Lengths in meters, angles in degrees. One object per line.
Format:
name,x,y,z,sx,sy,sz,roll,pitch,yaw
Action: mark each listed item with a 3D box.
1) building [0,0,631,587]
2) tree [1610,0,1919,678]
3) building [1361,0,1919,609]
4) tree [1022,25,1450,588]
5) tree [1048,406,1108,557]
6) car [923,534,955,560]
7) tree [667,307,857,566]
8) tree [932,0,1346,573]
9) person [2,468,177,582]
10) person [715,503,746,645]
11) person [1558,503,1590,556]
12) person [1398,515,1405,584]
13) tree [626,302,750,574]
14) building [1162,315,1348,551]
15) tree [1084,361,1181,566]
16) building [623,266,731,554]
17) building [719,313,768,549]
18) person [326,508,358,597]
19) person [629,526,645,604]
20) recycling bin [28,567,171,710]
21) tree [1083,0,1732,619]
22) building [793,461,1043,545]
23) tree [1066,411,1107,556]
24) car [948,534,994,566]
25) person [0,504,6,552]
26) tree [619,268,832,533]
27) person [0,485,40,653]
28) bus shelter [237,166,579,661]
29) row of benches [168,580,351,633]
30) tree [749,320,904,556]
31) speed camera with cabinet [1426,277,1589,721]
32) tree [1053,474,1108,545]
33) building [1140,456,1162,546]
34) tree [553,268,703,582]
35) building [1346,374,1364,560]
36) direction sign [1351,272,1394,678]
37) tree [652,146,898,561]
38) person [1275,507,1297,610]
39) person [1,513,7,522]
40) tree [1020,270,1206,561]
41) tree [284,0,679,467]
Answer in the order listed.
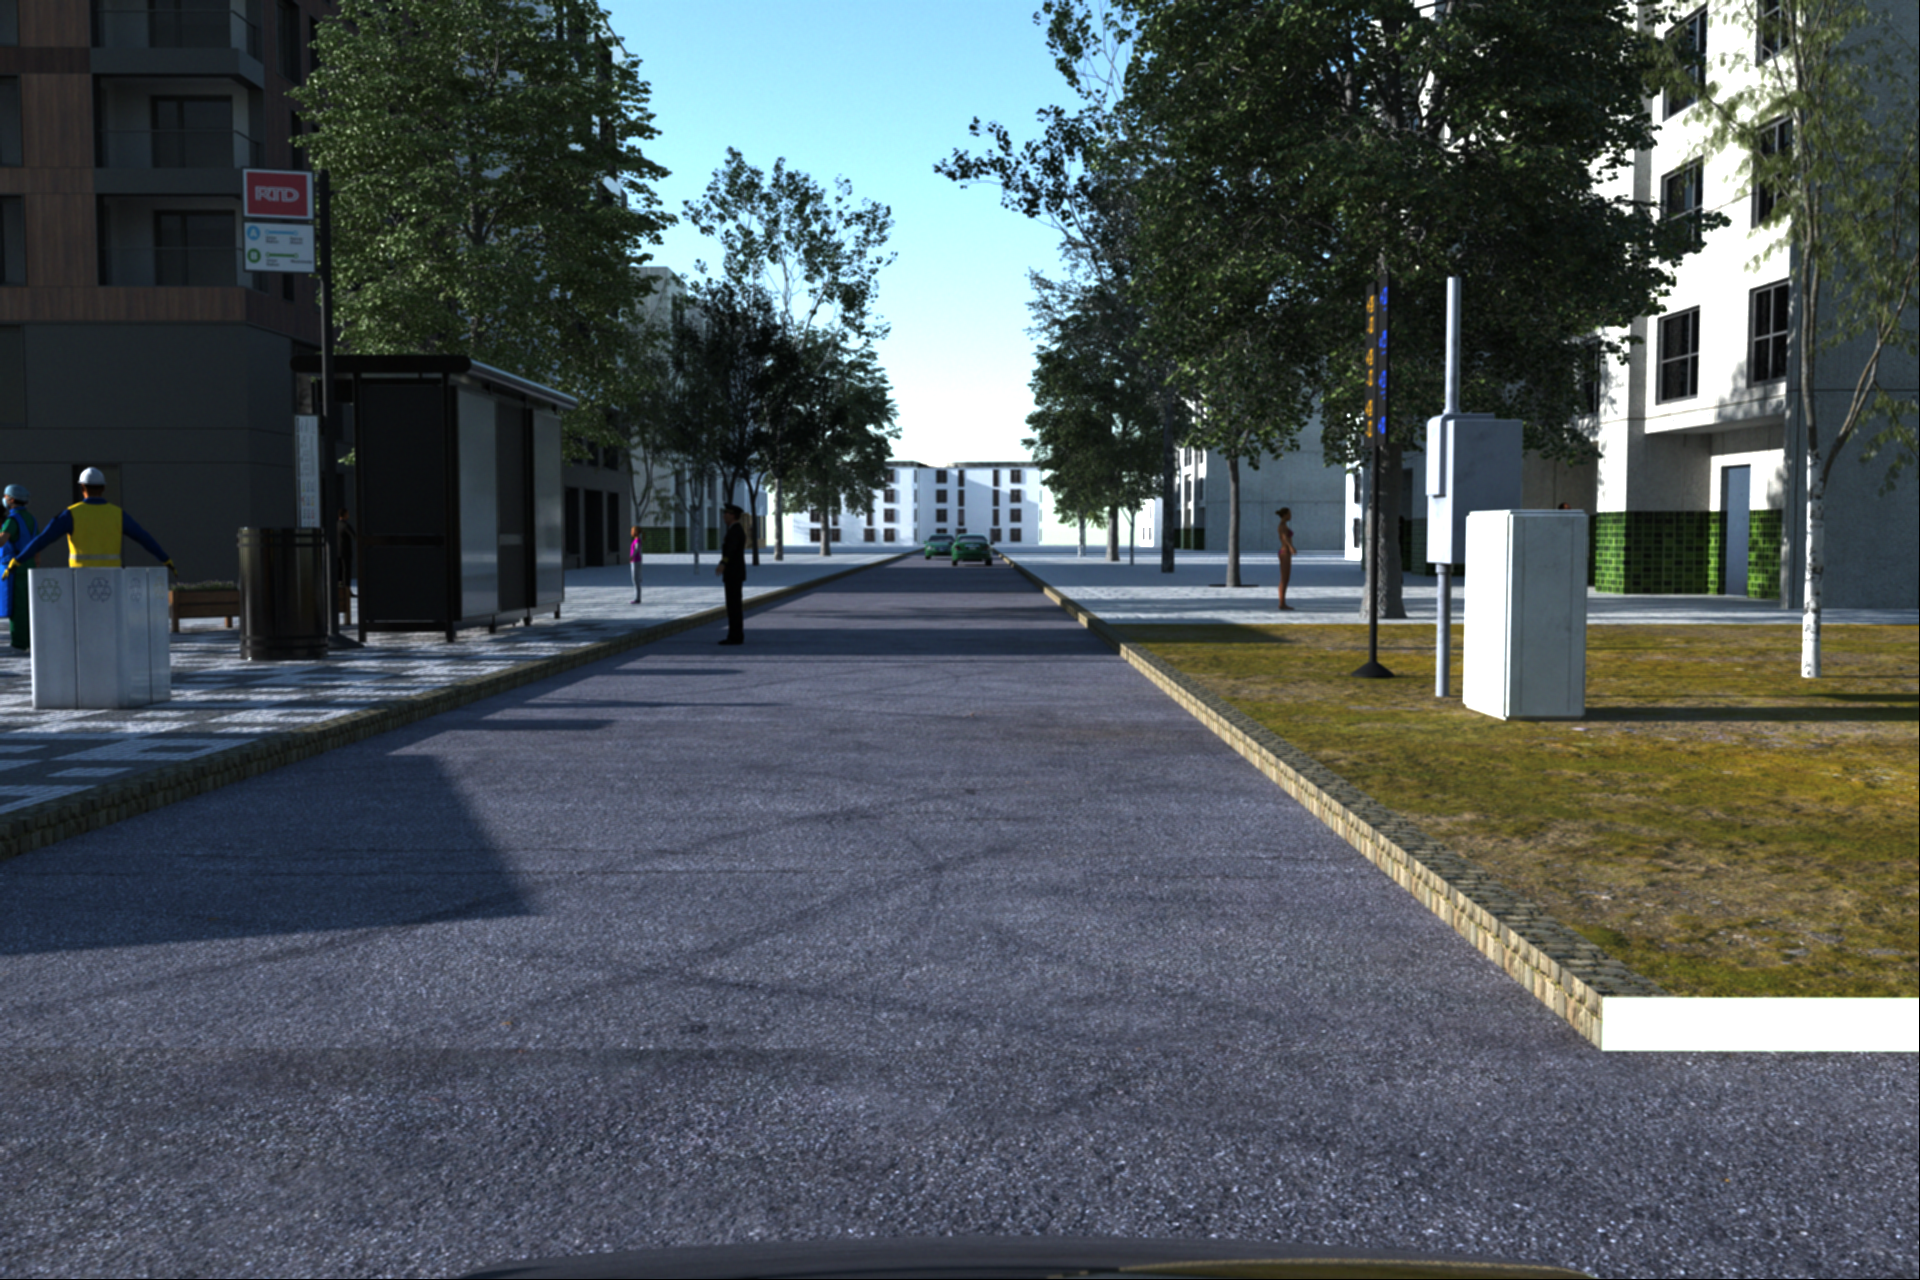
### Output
building,-27.899,-13.067,57.623,27.936,21.610,32.646,0,4,-1
tree,7.511,-3.983,15.487,4.360,8.622,3.978,0,3,0
building,22.496,-10.901,44.695,16.747,18.905,31.486,0,3,0
tree,6.624,-8.018,41.469,12.009,13.543,11.850,0,3,0
tree,6.864,-8.897,95.825,4.737,8.622,4.395,0,3,0
car,-1.036,-5.301,98.462,2.131,1.459,4.920,0,4,0
tree,-8.250,-8.320,70.444,8.767,10.594,7.601,0,4,4
tree,5.576,-12.346,57.741,12.611,20.169,13.585,0,3,0
person,-7.234,-0.520,14.478,1.349,1.833,0.705,-3,5,-39
person,-2.972,-0.864,22.523,0.705,1.837,1.347,0,4,0
person,10.011,-1.370,28.669,1.348,1.796,0.705,-3,5,-44
person,10.745,-2.206,42.791,0.721,1.740,1.216,1,4,22
tree,-8.310,-6.380,54.679,4.360,8.622,3.978,0,3,0
building,27.254,-17.166,147.128,16.747,18.905,31.486,0,4,1
tree,6.932,-7.299,69.709,4.360,8.622,3.978,0,3,0
building,-27.680,-16.144,130.414,16.747,18.905,31.486,0,4,0
building,-23.050,-17.898,149.047,16.016,20.090,11.380,0,4,0
person,-12.454,-1.765,35.085,1.346,1.802,0.704,2,4,33
person,-6.034,-1.388,31.956,0.599,1.433,0.991,-1,4,-9
recycling bin,-6.422,-0.025,12.959,0.722,1.027,0.722,0,4,2
tree,6.520,-7.304,26.082,9.857,13.997,8.962,0,3,0
building,-4.671,-15.585,199.423,28.070,9.664,9.099,1,4,8
tree,7.357,-9.314,102.642,4.360,8.622,3.978,0,3,0
car,0.525,-4.107,78.946,2.131,1.459,4.920,0,4,-1
person,-17.561,-1.561,31.671,1.345,1.843,0.704,0,4,6
tree,-8.425,-7.795,61.856,8.767,10.594,7.601,1,4,8
person,-10.257,-0.776,18.812,0.704,1.817,1.347,0,4,-5
bus shelter,-6.788,-2.697,21.731,2.179,5.291,8.768,0,4,-1
row of benches,-10.152,-0.462,23.009,1.422,0.672,4.104,3,5,41
tree,-8.010,-11.941,101.882,9.857,13.997,8.962,0,3,0
speed camera with cabinet,4.003,-1.127,12.765,0.660,3.252,2.038,0,4,0
tree,14.551,-17.326,201.405,7.486,12.596,7.792,0,3,0
building,24.595,-14.536,179.815,9.099,9.664,28.070,0,3,0
tree,-8.512,-5.879,46.482,4.360,8.622,3.978,0,3,0
building,24.229,-8.129,75.049,9.099,9.664,28.070,0,4,0
direction sign,3.714,-1.436,15.479,0.379,3.537,0.876,0,4,1
tree,-8.967,-13.973,84.349,12.611,20.169,13.585,0,3,0
person,5.610,-1.388,29.492,0.721,1.733,1.217,0,4,6
person,-21.444,-2.018,38.781,1.354,1.856,0.705,1,4,14
tree,7.148,-10.696,81.535,9.857,13.997,8.962,0,3,0
tree,-8.732,-6.937,31.544,7.486,12.596,7.792,0,3,0
